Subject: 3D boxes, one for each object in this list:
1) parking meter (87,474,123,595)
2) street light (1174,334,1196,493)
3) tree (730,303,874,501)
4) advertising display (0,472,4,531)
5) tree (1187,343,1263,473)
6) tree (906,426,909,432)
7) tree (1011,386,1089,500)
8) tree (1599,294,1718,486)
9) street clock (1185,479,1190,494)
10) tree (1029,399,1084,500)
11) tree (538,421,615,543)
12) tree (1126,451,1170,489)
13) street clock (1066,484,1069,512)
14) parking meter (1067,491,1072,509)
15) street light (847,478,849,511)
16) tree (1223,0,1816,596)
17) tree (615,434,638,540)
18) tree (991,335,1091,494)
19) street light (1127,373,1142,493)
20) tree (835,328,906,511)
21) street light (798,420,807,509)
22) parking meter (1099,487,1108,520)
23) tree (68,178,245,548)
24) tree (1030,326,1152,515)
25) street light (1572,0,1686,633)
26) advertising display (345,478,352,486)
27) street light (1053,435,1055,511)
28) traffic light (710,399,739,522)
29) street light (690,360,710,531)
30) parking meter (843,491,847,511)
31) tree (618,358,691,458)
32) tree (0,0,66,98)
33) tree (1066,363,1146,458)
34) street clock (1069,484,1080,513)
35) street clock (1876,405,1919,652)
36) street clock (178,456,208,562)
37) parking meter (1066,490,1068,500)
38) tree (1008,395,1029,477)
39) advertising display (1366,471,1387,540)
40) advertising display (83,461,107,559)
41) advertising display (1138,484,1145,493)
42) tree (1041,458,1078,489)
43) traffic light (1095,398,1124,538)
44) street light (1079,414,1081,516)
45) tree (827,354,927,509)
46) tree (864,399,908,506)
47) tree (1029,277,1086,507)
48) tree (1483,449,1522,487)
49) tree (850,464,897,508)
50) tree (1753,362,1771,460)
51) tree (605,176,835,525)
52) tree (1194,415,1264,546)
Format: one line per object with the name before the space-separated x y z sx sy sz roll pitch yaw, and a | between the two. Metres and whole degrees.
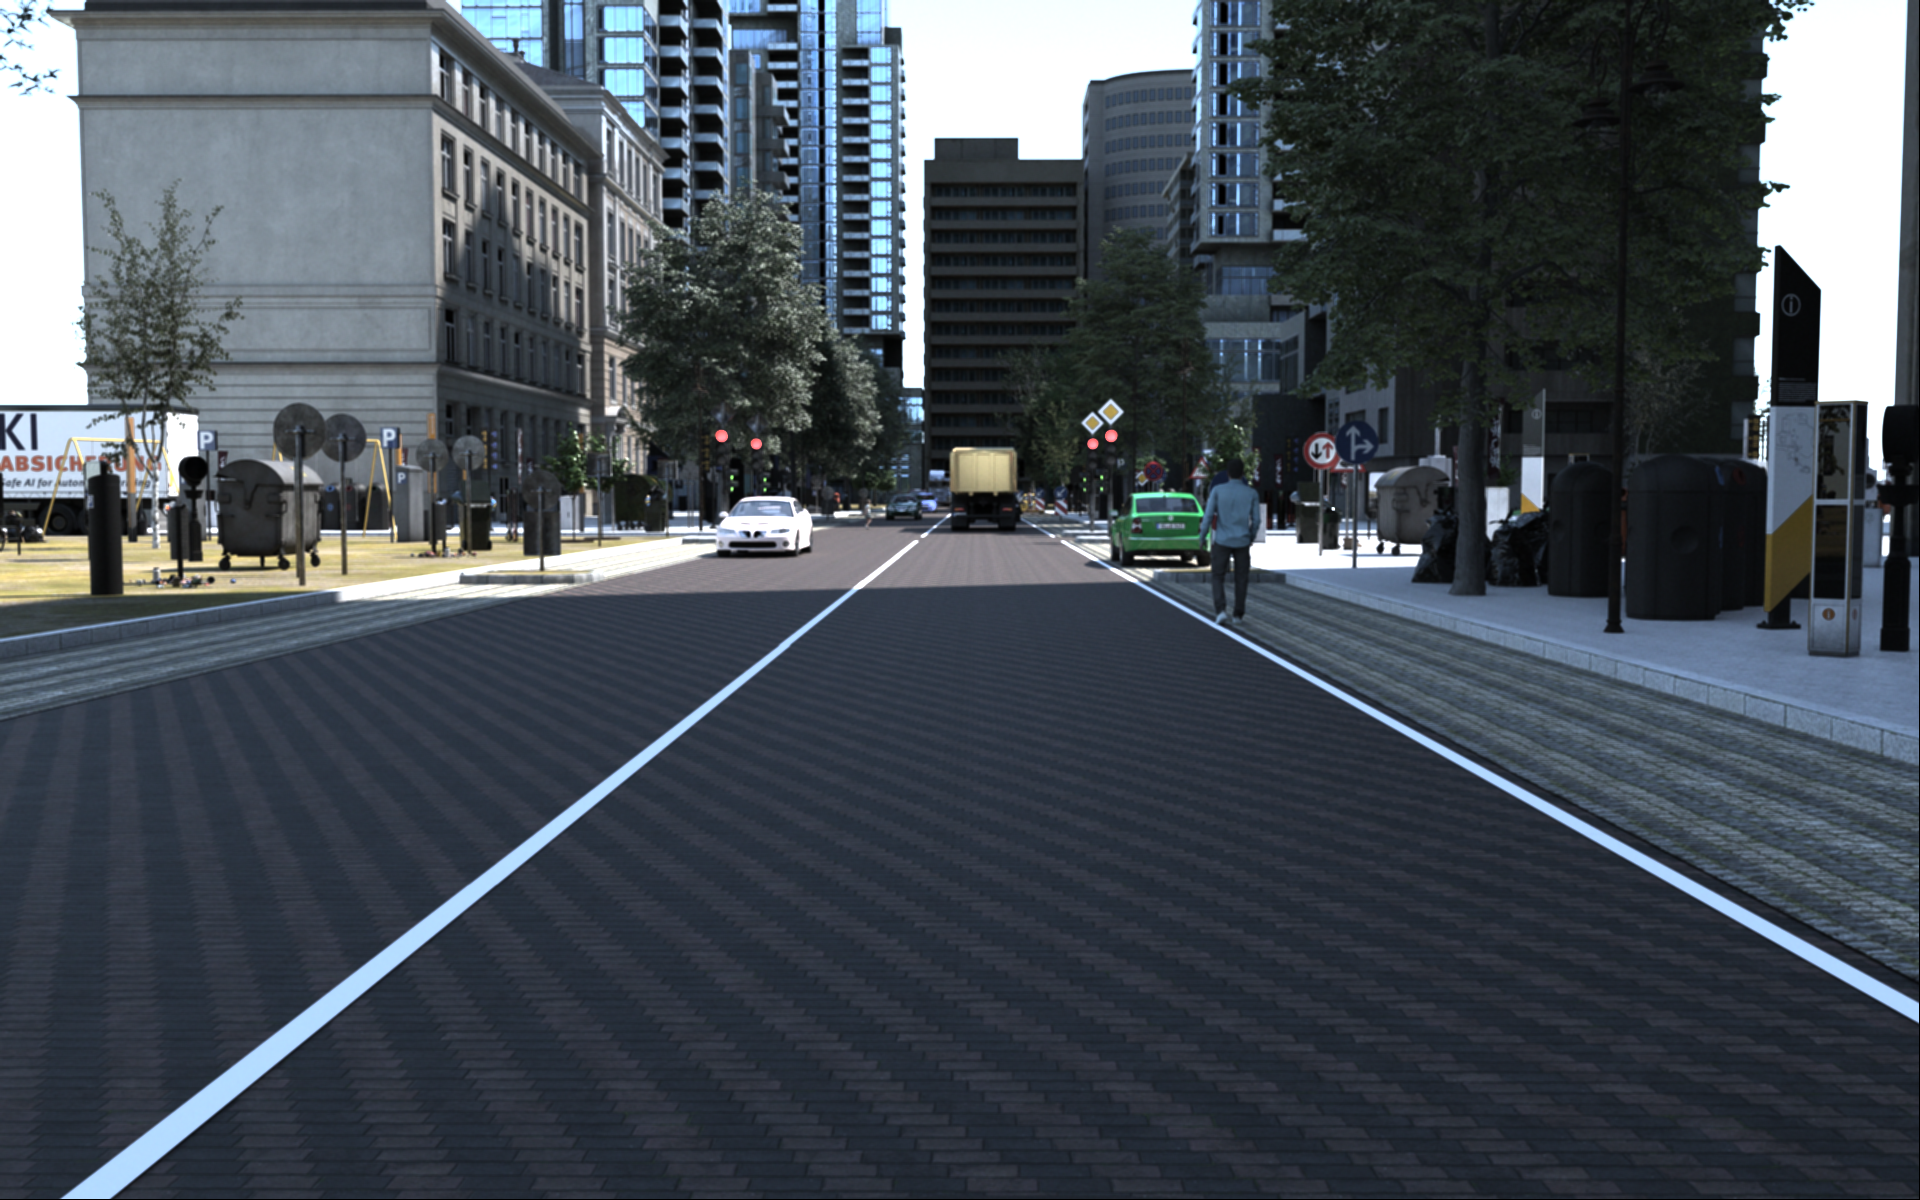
parking meter | -10.881 -0.834 22.051 0.372 1.533 0.369 0 3 0
street light | 6.486 -4.729 50.114 0.468 5.910 1.993 0 4 1
tree | -9.812 -11.246 100.876 9.611 12.733 9.660 0 3 0
advertising display | -28.285 -2.772 50.538 0.974 1.923 0.123 2 4 26
tree | 12.751 -8.255 85.330 4.737 8.622 4.395 0 3 0
tree | -8.870 -13.902 133.960 9.857 13.997 8.962 0 3 0
tree | 8.280 -13.177 149.861 7.601 10.594 8.767 1 4 23
tree | 25.855 -7.010 64.969 4.360 8.622 3.978 0 3 0
street clock | 10.675 -4.717 81.694 0.358 2.002 0.471 0 4 1
tree | 7.369 -10.785 126.698 4.737 8.622 4.395 0 3 0
tree | -10.409 -3.145 46.027 1.663 3.219 1.824 0 3 0
tree | 14.151 -8.958 130.171 4.285 4.588 4.351 0 3 0
street clock | 7.682 -7.123 121.027 0.471 2.002 0.358 -1 4 -8
parking meter | 7.840 -7.052 123.709 0.372 1.533 0.369 0 3 0
street light | -8.265 -9.472 127.650 0.468 5.910 1.993 0 4 1
tree | 6.807 -6.349 21.933 7.486 12.596 7.792 0 3 0
tree | -10.232 -3.325 48.965 1.663 3.219 1.824 0 3 0
tree | 9.634 -21.322 204.508 12.611 20.169 13.585 0 3 0
street light | 6.586 -5.663 65.377 0.468 5.910 1.993 0 4 1
tree | -9.457 -12.902 117.597 9.857 13.997 8.962 0 3 0
street light | -8.493 -7.397 93.723 0.468 5.910 1.993 0 4 1
parking meter | 7.125 -4.917 86.104 0.399 1.863 0.255 3 5 45
tree | -19.067 -5.536 40.868 4.360 8.622 3.978 0 3 0
tree | 8.154 -11.041 106.272 9.928 11.665 9.643 0 3 0
street light | 6.060 -2.635 15.874 0.468 5.910 1.993 0 4 1
advertising display | -24.534 -3.927 69.427 0.123 1.923 0.974 0 4 -5
street light | 7.300 -9.840 133.672 0.468 5.910 1.993 0 4 1
traffic light | -6.956 -3.800 51.046 0.839 4.253 0.868 0 4 1
street light | -8.971 -5.322 59.798 0.468 5.910 1.993 0 4 1
parking meter | -8.752 -7.548 131.817 0.372 1.533 0.369 0 3 0
tree | -15.752 -8.673 92.163 4.737 8.622 4.395 0 3 0
tree | -9.346 -6.149 10.912 12.009 13.543 11.850 0 3 0
tree | 8.035 -8.877 95.499 4.360 8.622 3.978 0 3 0
street clock | 7.998 -7.004 119.084 0.471 2.002 0.358 -2 4 -33
street clock | 7.658 -0.585 14.130 0.358 2.002 0.471 3 4 37
street clock | -14.555 -1.734 32.919 0.358 2.002 0.471 3 5 39
parking meter | 8.205 -7.730 132.096 0.255 1.863 0.399 1 4 9
tree | 8.704 -15.631 173.699 7.486 12.596 7.792 0 3 0
advertising display | 11.878 -2.645 48.461 0.974 1.923 0.123 0 4 3
advertising display | -16.815 -1.743 33.718 0.123 1.923 0.974 -3 5 -44
advertising display | 9.403 -5.207 90.341 0.123 1.923 0.974 -1 4 -22
tree | 8.195 -9.537 139.640 4.285 4.588 4.351 0 3 0
traffic light | 4.405 -3.794 50.955 0.839 4.253 0.868 0 4 1
street light | 6.929 -7.757 99.614 0.468 5.910 1.993 0 4 1
tree | -8.449 -14.699 150.694 12.009 13.543 11.850 0 3 0
tree | -9.001 -15.488 178.986 9.928 11.665 9.643 0 3 0
tree | 7.658 -9.498 73.412 7.486 12.596 7.792 0 3 0
tree | 20.364 -4.367 66.008 1.663 3.219 1.824 0 3 0
tree | -8.937 -10.896 161.866 4.285 4.588 4.351 0 3 0
tree | 34.523 -7.767 77.353 4.737 8.622 4.395 0 3 0
tree | -9.821 -10.058 71.109 9.857 13.997 8.962 0 3 0
tree | 6.593 -2.940 42.673 1.663 3.219 1.824 0 3 0
